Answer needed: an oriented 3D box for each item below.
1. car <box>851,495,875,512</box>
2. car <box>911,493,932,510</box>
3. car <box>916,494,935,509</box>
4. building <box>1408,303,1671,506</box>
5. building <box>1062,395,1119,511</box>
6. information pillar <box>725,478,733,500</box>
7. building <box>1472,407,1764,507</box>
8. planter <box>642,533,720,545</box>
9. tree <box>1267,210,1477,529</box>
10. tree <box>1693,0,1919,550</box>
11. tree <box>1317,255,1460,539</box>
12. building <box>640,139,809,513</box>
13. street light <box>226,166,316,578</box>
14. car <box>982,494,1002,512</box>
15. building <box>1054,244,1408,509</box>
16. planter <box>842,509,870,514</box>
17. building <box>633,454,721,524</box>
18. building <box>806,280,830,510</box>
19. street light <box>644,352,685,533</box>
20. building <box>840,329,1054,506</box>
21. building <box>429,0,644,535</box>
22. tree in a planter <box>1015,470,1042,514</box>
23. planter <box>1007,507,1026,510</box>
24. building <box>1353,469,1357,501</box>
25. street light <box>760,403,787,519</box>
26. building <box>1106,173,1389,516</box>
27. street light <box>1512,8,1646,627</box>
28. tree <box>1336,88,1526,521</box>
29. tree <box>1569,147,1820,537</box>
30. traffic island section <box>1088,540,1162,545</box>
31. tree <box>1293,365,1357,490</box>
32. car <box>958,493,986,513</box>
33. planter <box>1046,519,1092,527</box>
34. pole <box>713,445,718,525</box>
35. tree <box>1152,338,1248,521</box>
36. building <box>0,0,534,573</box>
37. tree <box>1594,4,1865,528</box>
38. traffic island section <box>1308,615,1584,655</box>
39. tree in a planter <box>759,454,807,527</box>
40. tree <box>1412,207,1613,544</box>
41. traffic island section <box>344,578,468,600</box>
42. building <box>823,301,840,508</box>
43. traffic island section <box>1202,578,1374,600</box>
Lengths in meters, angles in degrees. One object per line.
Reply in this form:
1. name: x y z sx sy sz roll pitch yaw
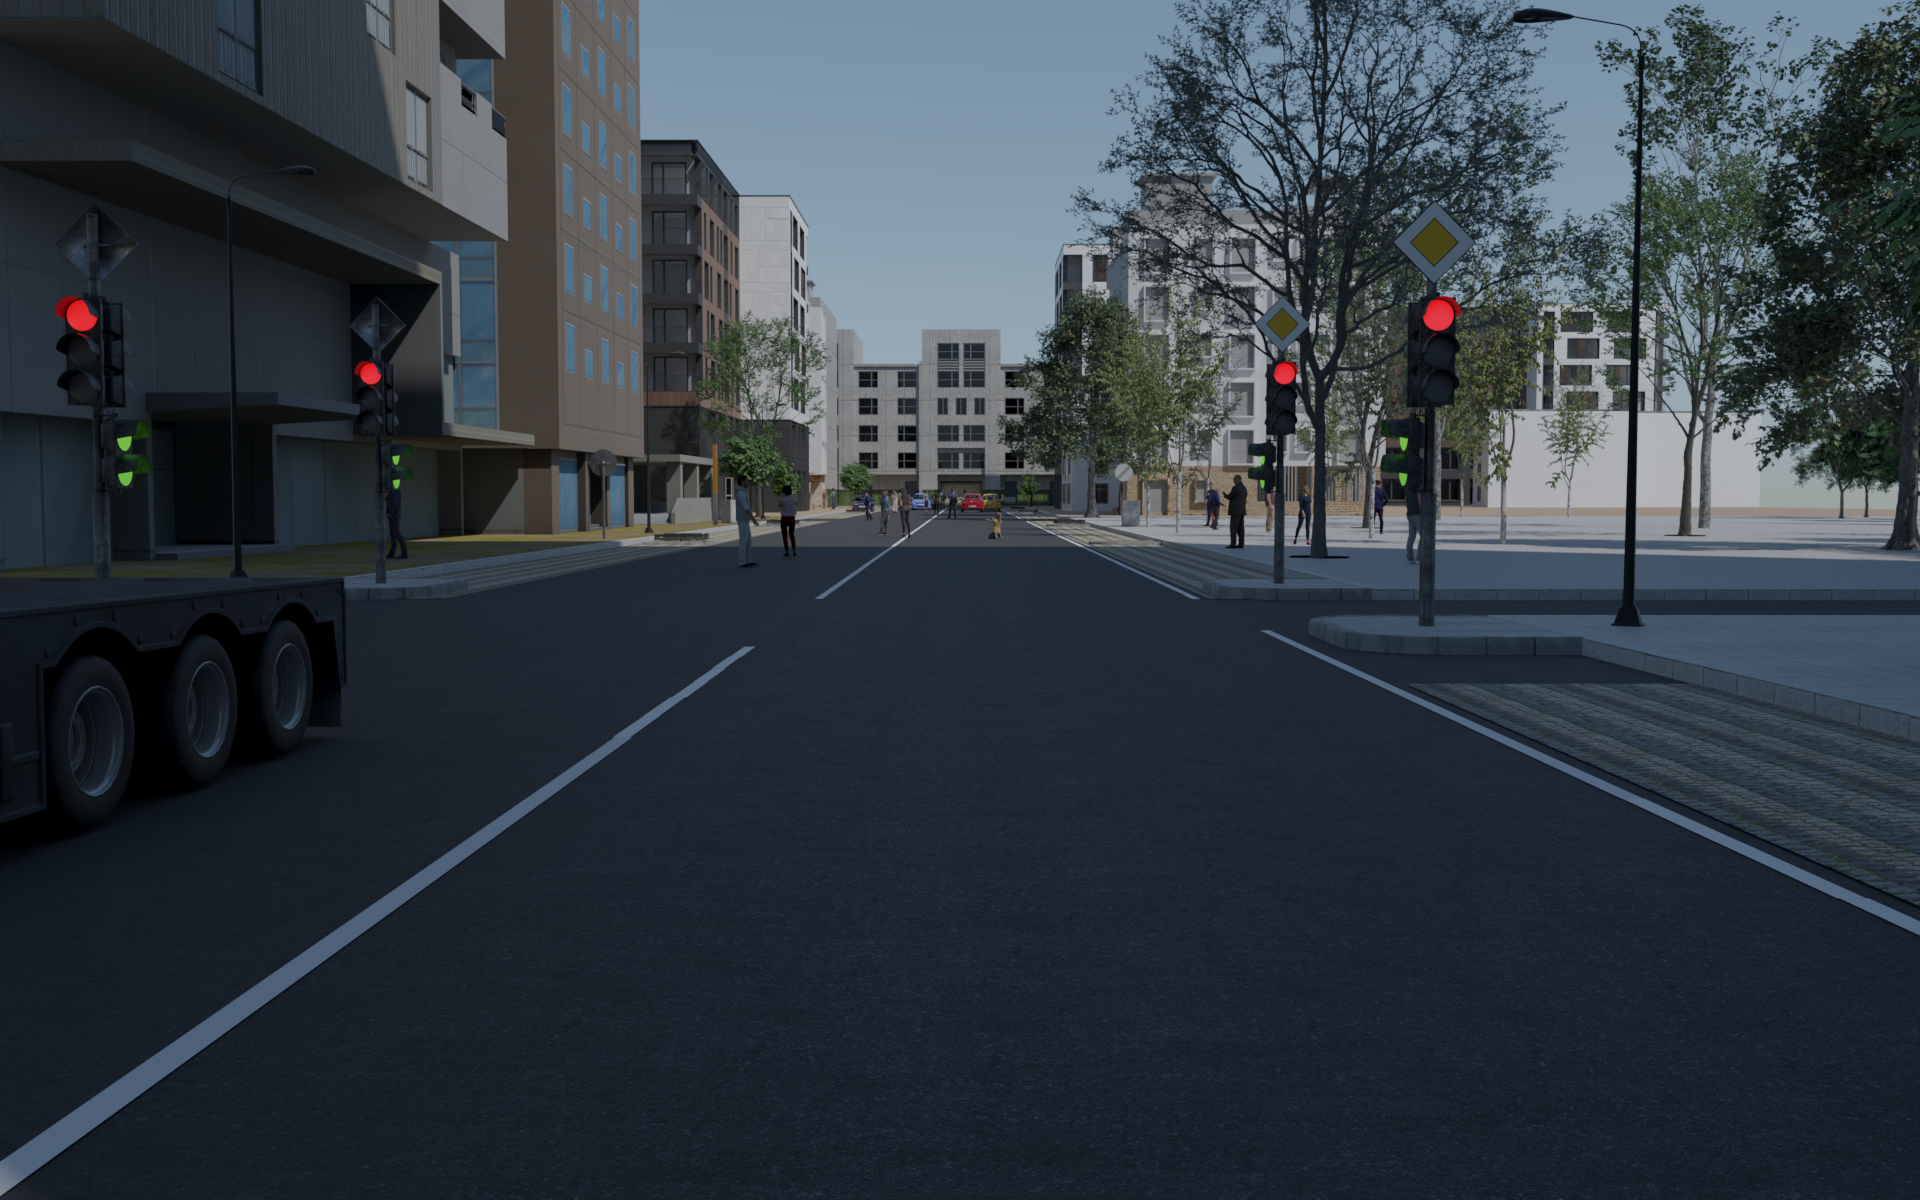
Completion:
1. car: -7.791 -7.775 139.701 1.945 1.354 3.894 0 4 0
2. car: -3.413 -8.819 153.787 1.945 1.707 3.694 0 4 2
3. car: -3.368 -9.649 169.560 2.131 1.459 4.920 0 4 0
4. building: 59.591 -21.739 199.407 32.646 21.610 27.936 0 4 0
5. building: 12.704 -11.363 127.925 9.099 9.664 28.070 0 4 0
6. information pillar: -10.307 -4.462 77.440 0.304 2.012 0.304 0 4 5
7. building: 64.688 -13.975 170.637 28.070 9.664 9.099 0 4 0
8. planter: -7.922 -1.738 49.553 1.991 0.319 1.994 0 4 0
9. tree: 15.149 -8.460 64.083 9.928 11.665 9.643 0 3 0
10. tree: 21.908 -7.496 39.562 9.611 12.733 9.660 0 3 0
11. tree: 12.044 -6.089 49.913 4.360 8.622 3.978 0 3 0
12. building: -25.558 -16.666 116.465 27.936 21.610 32.646 0 4 0
13. street light: -9.816 -3.188 24.672 1.470 5.913 1.316 0 4 0
14. car: 2.470 -8.035 141.594 2.015 1.641 3.980 0 4 1
15. building: 22.425 -19.196 157.821 27.936 21.610 32.646 0 4 0
16. planter: -7.611 -6.457 126.708 1.991 0.319 1.994 0 4 0
17. building: -28.266 -23.730 79.866 32.217 40.220 23.993 0 4 0
18. building: -19.577 -18.014 150.953 16.016 20.091 11.380 0 4 0
19. street light: -9.664 -5.144 56.645 1.470 5.913 1.316 0 4 0
20. building: -4.053 -20.053 194.322 31.486 18.905 16.747 0 4 0
21. building: -19.387 -25.070 60.010 14.600 45.320 14.200 0 4 0
22. tree in a planter: 5.004 -7.923 126.763 1.991 3.239 1.994 0 4 0
23. planter: 5.129 -8.114 153.796 1.991 0.319 1.994 0 4 0
24. building: 27.502 -20.036 194.047 31.486 18.905 16.747 0 4 0
25. street light: -9.557 -7.104 88.694 1.470 5.913 1.316 0 4 0
26. building: 17.281 -15.381 107.898 16.016 20.091 11.380 0 4 0
27. street light: 5.983 -2.703 16.735 1.470 5.913 1.316 0 4 0
28. tree: 23.720 -13.836 82.100 12.611 20.169 13.585 0 3 0
29. tree: 22.131 -7.732 52.175 9.928 11.665 9.643 0 3 0
30. traffic island section: 4.688 -1.630 49.517 1.991 0.108 1.994 0 4 0
31. tree: 20.026 -8.865 95.299 4.737 8.622 4.395 0 3 0
32. car: 0.953 -7.712 135.124 2.155 1.783 4.494 0 3 0
33. planter: 4.808 -3.399 76.713 1.991 0.319 1.994 0 4 0
34. pole: -10.099 -4.745 71.424 0.158 3.312 0.155 0 3 0
35. tree: 11.382 -7.986 80.930 4.360 8.622 3.978 0 3 0
36. building: -26.622 -27.495 38.787 28.713 52.752 27.495 0 4 0
37. tree: 28.883 -12.803 65.218 12.611 20.169 13.585 0 3 0
38. traffic island section: 4.565 0.331 16.868 2.009 0.180 2.903 0 4 0
39. tree in a planter: -7.807 -4.857 76.626 1.991 3.239 1.994 0 4 0
40. tree: 13.593 -5.720 43.877 4.737 8.622 4.395 0 3 0
41. traffic island section: -8.344 -0.161 24.910 2.009 0.180 2.903 0 4 0
42. building: -28.192 -18.354 166.541 31.486 18.905 16.747 0 4 0
43. traffic island section: 4.597 -0.157 24.853 2.009 0.180 2.903 0 4 0
